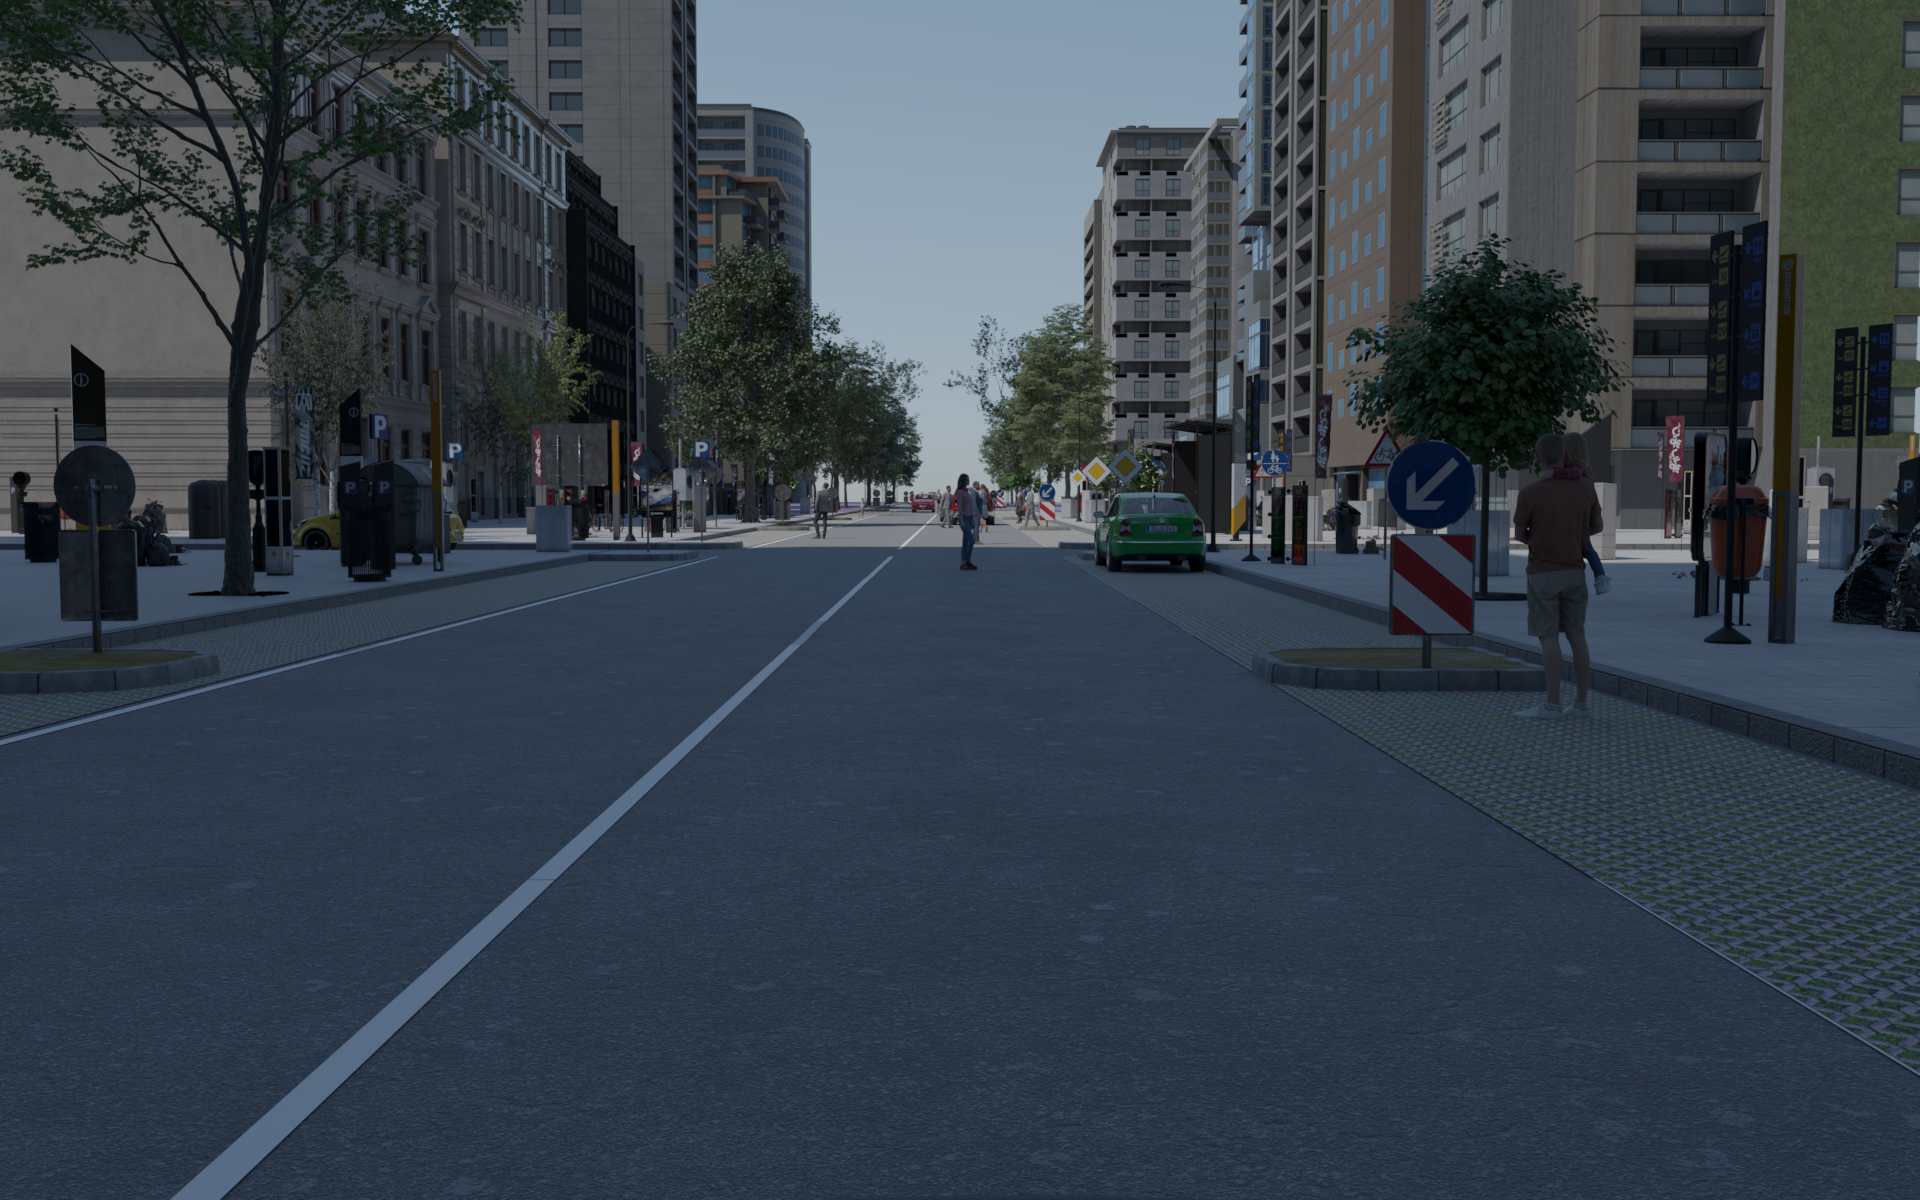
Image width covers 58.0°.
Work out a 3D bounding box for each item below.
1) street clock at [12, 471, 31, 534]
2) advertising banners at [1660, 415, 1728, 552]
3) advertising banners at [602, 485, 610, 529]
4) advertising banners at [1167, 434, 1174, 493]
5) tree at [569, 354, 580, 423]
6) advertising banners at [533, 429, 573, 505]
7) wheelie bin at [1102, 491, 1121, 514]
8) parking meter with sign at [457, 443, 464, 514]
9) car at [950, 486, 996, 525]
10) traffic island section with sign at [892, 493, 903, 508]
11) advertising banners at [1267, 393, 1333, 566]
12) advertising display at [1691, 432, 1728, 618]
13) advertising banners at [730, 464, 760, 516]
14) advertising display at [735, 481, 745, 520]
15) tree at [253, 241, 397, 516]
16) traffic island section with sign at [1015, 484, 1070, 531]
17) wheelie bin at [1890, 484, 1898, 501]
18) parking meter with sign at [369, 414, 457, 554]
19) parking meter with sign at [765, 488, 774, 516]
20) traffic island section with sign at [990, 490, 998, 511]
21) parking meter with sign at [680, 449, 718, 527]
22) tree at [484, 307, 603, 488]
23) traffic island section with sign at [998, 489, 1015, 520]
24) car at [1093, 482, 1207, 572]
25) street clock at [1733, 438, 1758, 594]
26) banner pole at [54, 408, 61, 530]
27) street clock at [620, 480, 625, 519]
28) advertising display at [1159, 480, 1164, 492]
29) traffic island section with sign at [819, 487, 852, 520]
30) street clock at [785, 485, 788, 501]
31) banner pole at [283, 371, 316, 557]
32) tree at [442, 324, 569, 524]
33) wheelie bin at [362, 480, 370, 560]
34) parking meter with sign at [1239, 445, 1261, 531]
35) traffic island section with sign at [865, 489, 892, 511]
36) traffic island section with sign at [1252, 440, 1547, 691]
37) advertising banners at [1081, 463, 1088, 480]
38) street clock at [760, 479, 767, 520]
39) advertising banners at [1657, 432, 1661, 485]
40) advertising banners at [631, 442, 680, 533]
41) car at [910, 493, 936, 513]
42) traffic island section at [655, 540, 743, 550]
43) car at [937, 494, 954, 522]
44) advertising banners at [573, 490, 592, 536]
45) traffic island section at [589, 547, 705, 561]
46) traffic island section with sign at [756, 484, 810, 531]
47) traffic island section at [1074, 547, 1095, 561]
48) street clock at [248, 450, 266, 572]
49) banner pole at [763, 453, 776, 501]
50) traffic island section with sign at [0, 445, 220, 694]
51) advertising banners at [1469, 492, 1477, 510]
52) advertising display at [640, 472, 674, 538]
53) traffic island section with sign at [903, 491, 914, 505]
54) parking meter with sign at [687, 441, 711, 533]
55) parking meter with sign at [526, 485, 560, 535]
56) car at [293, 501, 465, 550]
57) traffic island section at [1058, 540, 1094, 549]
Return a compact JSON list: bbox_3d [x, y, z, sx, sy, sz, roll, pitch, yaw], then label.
[{"bbox_3d":[-29.857,-3.094,55.149,0.471,2.002,0.358,0,4,2],"label":"street clock"},{"bbox_3d":[16.188,-2.543,37.760,0.090,3.025,2.074,-2,4,-26],"label":"advertising banners"},{"bbox_3d":[-12.951,-4.103,63.279,0.090,3.025,2.074,0,4,-5],"label":"advertising banners"},{"bbox_3d":[6.115,-3.304,50.204,0.090,3.025,2.074,1,4,10],"label":"advertising banners"},{"bbox_3d":[-20.028,-8.096,82.737,4.360,8.622,3.978,0,3,0],"label":"tree"},{"bbox_3d":[-10.942,-3.065,46.294,0.090,3.025,2.074,-3,4,-38],"label":"advertising banners"},{"bbox_3d":[7.000,-4.407,79.963,0.980,1.594,0.693,2,4,34],"label":"wheelie bin"},{"bbox_3d":[-17.124,-3.770,57.907,0.543,3.016,1.738,0,4,2],"label":"parking meter with sign"},{"bbox_3d":[0.551,-4.425,81.023,2.281,1.827,5.304,0,4,-1],"label":"car"},{"bbox_3d":[-6.996,-10.062,173.148,1.989,1.847,2.006,0,3,0],"label":"traffic island section with sign"},{"bbox_3d":[6.109,-2.139,31.155,0.090,3.025,2.074,-1,4,-20],"label":"advertising banners"},{"bbox_3d":[7.909,-0.799,18.285,0.123,1.923,0.974,3,4,36],"label":"advertising display"},{"bbox_3d":[-12.556,-6.426,101.250,2.074,3.025,0.090,-3,5,-41],"label":"advertising banners"},{"bbox_3d":[-10.777,-4.872,84.871,0.123,1.923,0.974,1,4,18],"label":"advertising display"},{"bbox_3d":[-18.493,-6.085,49.849,4.360,8.622,3.978,0,3,0],"label":"tree"},{"bbox_3d":[3.303,-3.658,68.436,1.989,1.847,2.006,0,3,0],"label":"traffic island section with sign"},{"bbox_3d":[28.207,-2.679,51.709,0.980,1.594,0.693,-1,4,-14],"label":"wheelie bin"},{"bbox_3d":[-11.885,-2.525,37.550,1.738,3.016,0.543,1,4,19],"label":"parking meter with sign"},{"bbox_3d":[-11.401,-6.562,103.552,0.543,3.016,1.738,-1,4,-22],"label":"parking meter with sign"},{"bbox_3d":[3.268,-8.386,145.744,1.989,1.847,2.006,0,3,0],"label":"traffic island section with sign"},{"bbox_3d":[-10.249,-4.323,66.946,1.738,3.016,0.543,0,4,4],"label":"parking meter with sign"},{"bbox_3d":[-16.122,-7.156,67.361,4.737,8.622,4.395,0,3,0],"label":"tree"},{"bbox_3d":[3.283,-5.343,95.990,1.989,1.847,2.006,0,3,0],"label":"traffic island section with sign"},{"bbox_3d":[3.585,-1.490,33.156,1.959,1.807,4.718,0,4,-1],"label":"car"},{"bbox_3d":[10.081,-1.086,22.325,0.358,2.002,0.471,3,5,41],"label":"street clock"},{"bbox_3d":[-26.209,-3.692,50.387,0.401,3.779,0.863,-1,4,-20],"label":"banner pole"},{"bbox_3d":[-17.524,-5.220,89.918,0.358,2.002,0.471,0,4,-3],"label":"street clock"},{"bbox_3d":[8.883,-4.393,77.036,0.123,1.923,0.974,1,4,22],"label":"advertising display"},{"bbox_3d":[-6.932,-5.269,94.775,1.989,1.847,2.006,0,3,0],"label":"traffic island section with sign"},{"bbox_3d":[-9.701,-5.582,95.840,0.471,2.002,0.358,-1,4,-12],"label":"street clock"},{"bbox_3d":[-13.533,-2.778,35.430,0.401,3.779,0.863,3,4,38],"label":"banner pole"},{"bbox_3d":[-19.857,-7.568,74.101,4.360,8.622,3.978,0,3,0],"label":"tree"},{"bbox_3d":[-11.502,-1.576,33.673,0.693,1.594,0.980,0,4,-6],"label":"wheelie bin"},{"bbox_3d":[10.143,-3.949,60.829,0.543,3.016,1.738,1,4,19],"label":"parking meter with sign"},{"bbox_3d":[-6.971,-8.414,146.193,1.989,1.847,2.006,0,3,0],"label":"traffic island section with sign"},{"bbox_3d":[3.339,-0.295,13.444,1.989,1.847,2.006,0,3,0],"label":"traffic island section with sign"},{"bbox_3d":[7.507,-6.110,96.089,0.090,3.025,2.074,-3,5,-45],"label":"advertising banners"},{"bbox_3d":[-9.664,-4.934,85.235,0.358,2.002,0.471,1,4,16],"label":"street clock"},{"bbox_3d":[20.403,-3.279,49.796,0.090,3.025,2.074,3,5,43],"label":"advertising banners"},{"bbox_3d":[-10.144,-3.749,57.486,2.074,3.025,0.090,2,4,32],"label":"advertising banners"},{"bbox_3d":[-2.812,-7.744,135.657,2.155,1.783,4.494,0,4,2],"label":"car"},{"bbox_3d":[-6.892,-1.459,46.132,2.009,0.180,2.903,0,3,0],"label":"traffic island section"},{"bbox_3d":[-0.147,-4.813,90.489,2.131,1.459,4.920,0,4,-1],"label":"car"},{"bbox_3d":[-11.976,-3.466,52.861,2.074,3.025,0.090,3,4,38],"label":"advertising banners"},{"bbox_3d":[-6.887,-0.970,38.147,2.009,0.180,2.903,0,3,0],"label":"traffic island section"},{"bbox_3d":[-6.913,-3.620,67.820,1.989,1.847,2.006,0,3,0],"label":"traffic island section with sign"},{"bbox_3d":[3.655,-0.971,38.150,2.009,0.180,2.903,0,3,0],"label":"traffic island section"},{"bbox_3d":[-11.549,-1.464,28.514,0.471,2.002,0.358,0,4,-2],"label":"street clock"},{"bbox_3d":[-9.752,-5.993,87.998,0.863,3.779,0.401,1,4,13],"label":"banner pole"},{"bbox_3d":[-6.882,-0.284,13.268,1.989,1.847,2.006,0,3,0],"label":"traffic island section with sign"},{"bbox_3d":[17.776,-3.915,60.204,0.090,3.025,2.074,2,4,26],"label":"advertising banners"},{"bbox_3d":[-8.904,-2.791,50.851,0.974,1.923,0.123,-1,4,-14],"label":"advertising display"},{"bbox_3d":[-7.021,-13.407,227.835,1.989,1.847,2.006,0,3,0],"label":"traffic island section with sign"},{"bbox_3d":[-8.683,-3.764,57.799,0.543,3.016,1.738,-1,4,-13],"label":"parking meter with sign"},{"bbox_3d":[-13.302,-3.630,55.615,0.543,3.016,1.738,1,4,18],"label":"parking meter with sign"},{"bbox_3d":[-14.047,-1.929,41.771,3.980,1.641,2.015,0,4,2],"label":"car"},{"bbox_3d":[3.649,-1.459,46.135,2.009,0.180,2.903,0,3,0],"label":"traffic island section"}]
